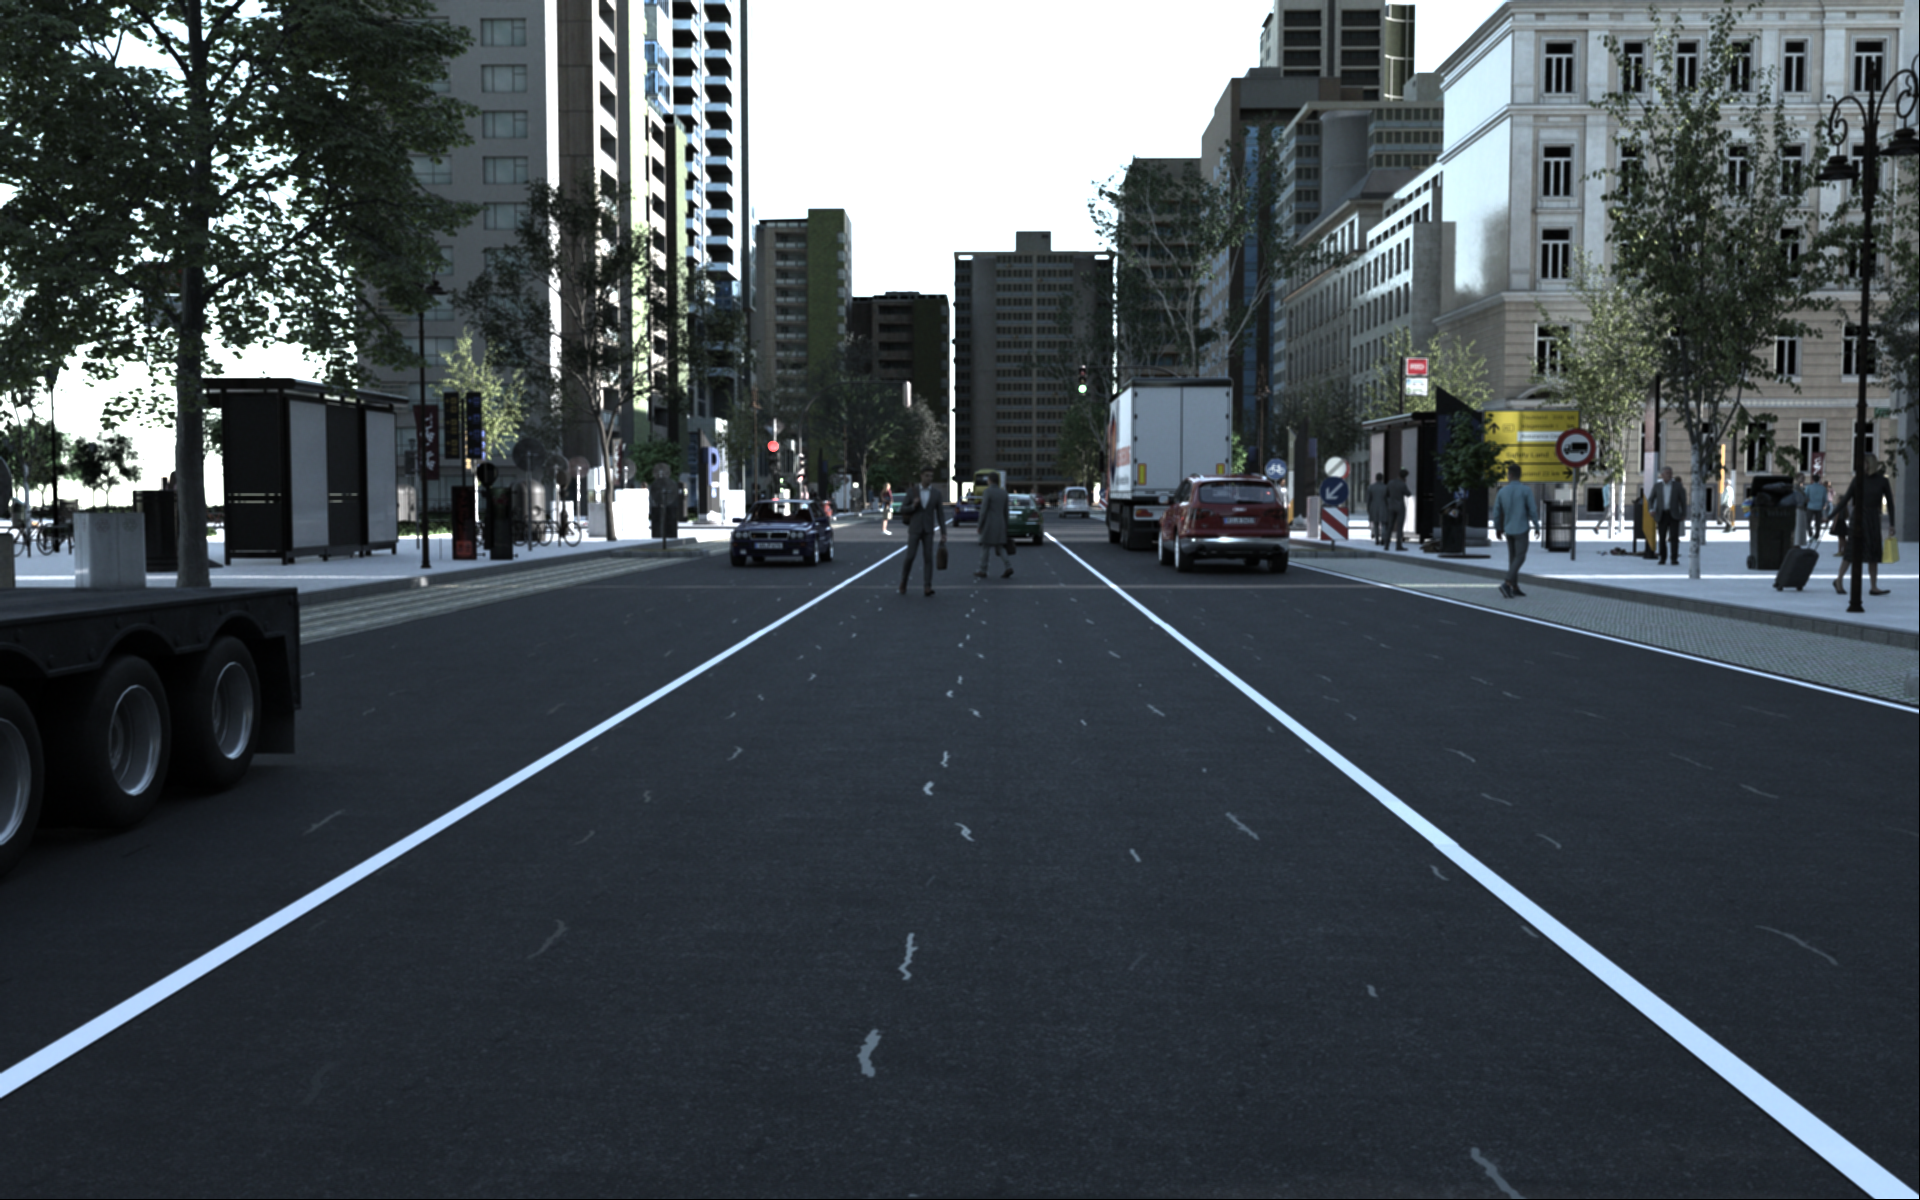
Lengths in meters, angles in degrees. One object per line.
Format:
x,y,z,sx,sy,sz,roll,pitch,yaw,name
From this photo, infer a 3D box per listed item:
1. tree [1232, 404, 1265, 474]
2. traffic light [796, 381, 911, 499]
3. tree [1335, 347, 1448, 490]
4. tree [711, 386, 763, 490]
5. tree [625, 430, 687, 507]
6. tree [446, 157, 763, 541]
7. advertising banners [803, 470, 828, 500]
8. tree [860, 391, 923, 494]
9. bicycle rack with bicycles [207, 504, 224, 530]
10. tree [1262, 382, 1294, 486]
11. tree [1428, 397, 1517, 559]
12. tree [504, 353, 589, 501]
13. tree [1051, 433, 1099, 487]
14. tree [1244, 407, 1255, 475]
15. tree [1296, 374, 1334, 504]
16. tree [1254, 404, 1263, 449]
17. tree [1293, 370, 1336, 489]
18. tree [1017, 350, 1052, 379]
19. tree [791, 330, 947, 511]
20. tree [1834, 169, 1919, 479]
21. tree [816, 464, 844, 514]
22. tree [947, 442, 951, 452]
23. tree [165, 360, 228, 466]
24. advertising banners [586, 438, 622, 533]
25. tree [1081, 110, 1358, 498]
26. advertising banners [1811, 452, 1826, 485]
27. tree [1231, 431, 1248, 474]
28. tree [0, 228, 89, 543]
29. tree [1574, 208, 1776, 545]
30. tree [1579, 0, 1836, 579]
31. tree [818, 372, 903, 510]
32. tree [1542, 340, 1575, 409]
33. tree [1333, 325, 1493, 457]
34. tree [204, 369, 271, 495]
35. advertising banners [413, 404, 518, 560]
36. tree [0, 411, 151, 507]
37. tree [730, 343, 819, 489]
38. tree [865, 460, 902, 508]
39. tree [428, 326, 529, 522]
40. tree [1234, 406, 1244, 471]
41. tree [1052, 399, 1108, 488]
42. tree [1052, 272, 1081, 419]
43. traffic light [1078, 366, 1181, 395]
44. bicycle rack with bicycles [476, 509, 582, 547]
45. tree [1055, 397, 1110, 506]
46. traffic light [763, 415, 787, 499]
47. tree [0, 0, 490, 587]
22.977,-11.783,143.018,4.737,8.622,4.395,0,3,0,tree
-4.360,-5.824,69.898,4.771,5.953,1.251,0,4,1,traffic light
22.578,-8.596,90.912,4.360,8.622,3.978,0,3,0,tree
-14.811,-10.135,116.067,4.737,8.622,4.395,0,3,0,tree
-15.710,-6.478,89.637,4.285,4.588,4.351,0,3,0,tree
-9.643,-6.919,47.546,8.767,10.594,7.601,-1,4,-18,tree
-10.348,-7.715,122.330,2.074,3.025,0.090,0,4,-5,advertising banners
-7.603,-16.513,188.117,7.486,12.596,7.792,0,3,0,tree
-27.217,-2.943,61.497,2.925,0.926,2.852,-2,4,-25,bicycle rack with bicycles
22.485,-9.942,112.922,4.360,8.622,3.978,0,3,0,tree
10.121,-2.452,34.693,1.663,3.219,1.824,0,3,0,tree
-21.019,-8.459,88.668,4.360,8.622,3.978,0,3,0,tree
15.170,-17.440,219.560,7.601,10.594,8.767,-1,4,-16,tree
23.308,-10.826,127.371,4.360,8.622,3.978,0,3,0,tree
22.342,-9.470,105.201,4.737,8.622,4.395,0,3,0,tree
22.758,-10.239,117.774,4.360,8.622,3.978,0,3,0,tree
21.457,-9.066,98.597,4.360,8.622,3.978,0,3,0,tree
11.970,-18.530,158.858,12.611,20.169,13.585,0,3,0,tree
-7.565,-13.424,129.849,12.009,13.543,11.850,0,3,0,tree
21.389,-5.335,37.590,4.360,8.622,3.978,0,3,0,tree
-8.166,-7.114,110.909,1.663,3.219,1.824,0,3,0,tree
-5.975,-18.271,209.092,12.009,13.543,11.850,0,3,0,tree
-40.982,-8.748,93.399,4.360,8.622,3.978,0,3,0,tree
-11.267,-3.588,54.850,0.090,3.025,2.074,-3,5,-44,advertising banners
12.912,-14.035,85.358,12.611,20.169,13.585,0,3,0,tree
34.953,-4.657,72.333,2.074,3.025,0.090,2,4,25,advertising banners
12.709,-6.845,95.636,4.285,4.588,4.351,0,3,0,tree
-24.506,-5.782,44.905,4.360,8.622,3.978,0,3,0,tree
18.522,-5.693,43.445,4.360,8.622,3.978,0,3,0,tree
11.254,-4.618,25.862,4.737,8.622,4.395,0,3,0,tree
-8.062,-13.344,143.925,9.928,11.665,9.643,0,3,0,tree
22.054,-6.586,58.044,4.360,8.622,3.978,0,3,0,tree
19.418,-7.585,74.381,4.737,8.622,4.395,0,3,0,tree
-18.287,-3.797,45.796,4.285,4.588,4.351,0,3,0,tree
-9.664,-2.300,33.795,2.074,3.025,0.090,0,4,7,advertising banners
-63.888,-9.436,117.184,11.467,7.101,20.602,0,4,-2,tree
-8.923,-8.162,83.814,4.360,8.622,3.978,0,3,0,tree
-7.412,-11.576,172.986,4.285,4.588,4.351,0,3,0,tree
-21.339,-7.744,76.983,4.737,8.622,4.395,0,3,0,tree
23.345,-11.516,138.649,4.360,8.622,3.978,0,3,0,tree
14.472,-17.634,206.438,7.486,12.596,7.792,0,3,0,tree
14.169,-16.904,132.272,12.611,20.169,13.585,0,3,0,tree
6.551,-5.313,61.532,4.771,5.953,1.251,0,4,1,traffic light
-11.049,-1.769,42.306,2.925,0.926,2.852,3,5,40,bicycle rack with bicycles
14.022,-15.907,185.837,9.928,11.665,9.643,0,3,0,tree
-6.614,-4.465,61.921,0.839,4.253,0.868,0,4,1,traffic light
-9.649,-6.369,22.254,7.486,12.596,7.792,0,3,0,tree
